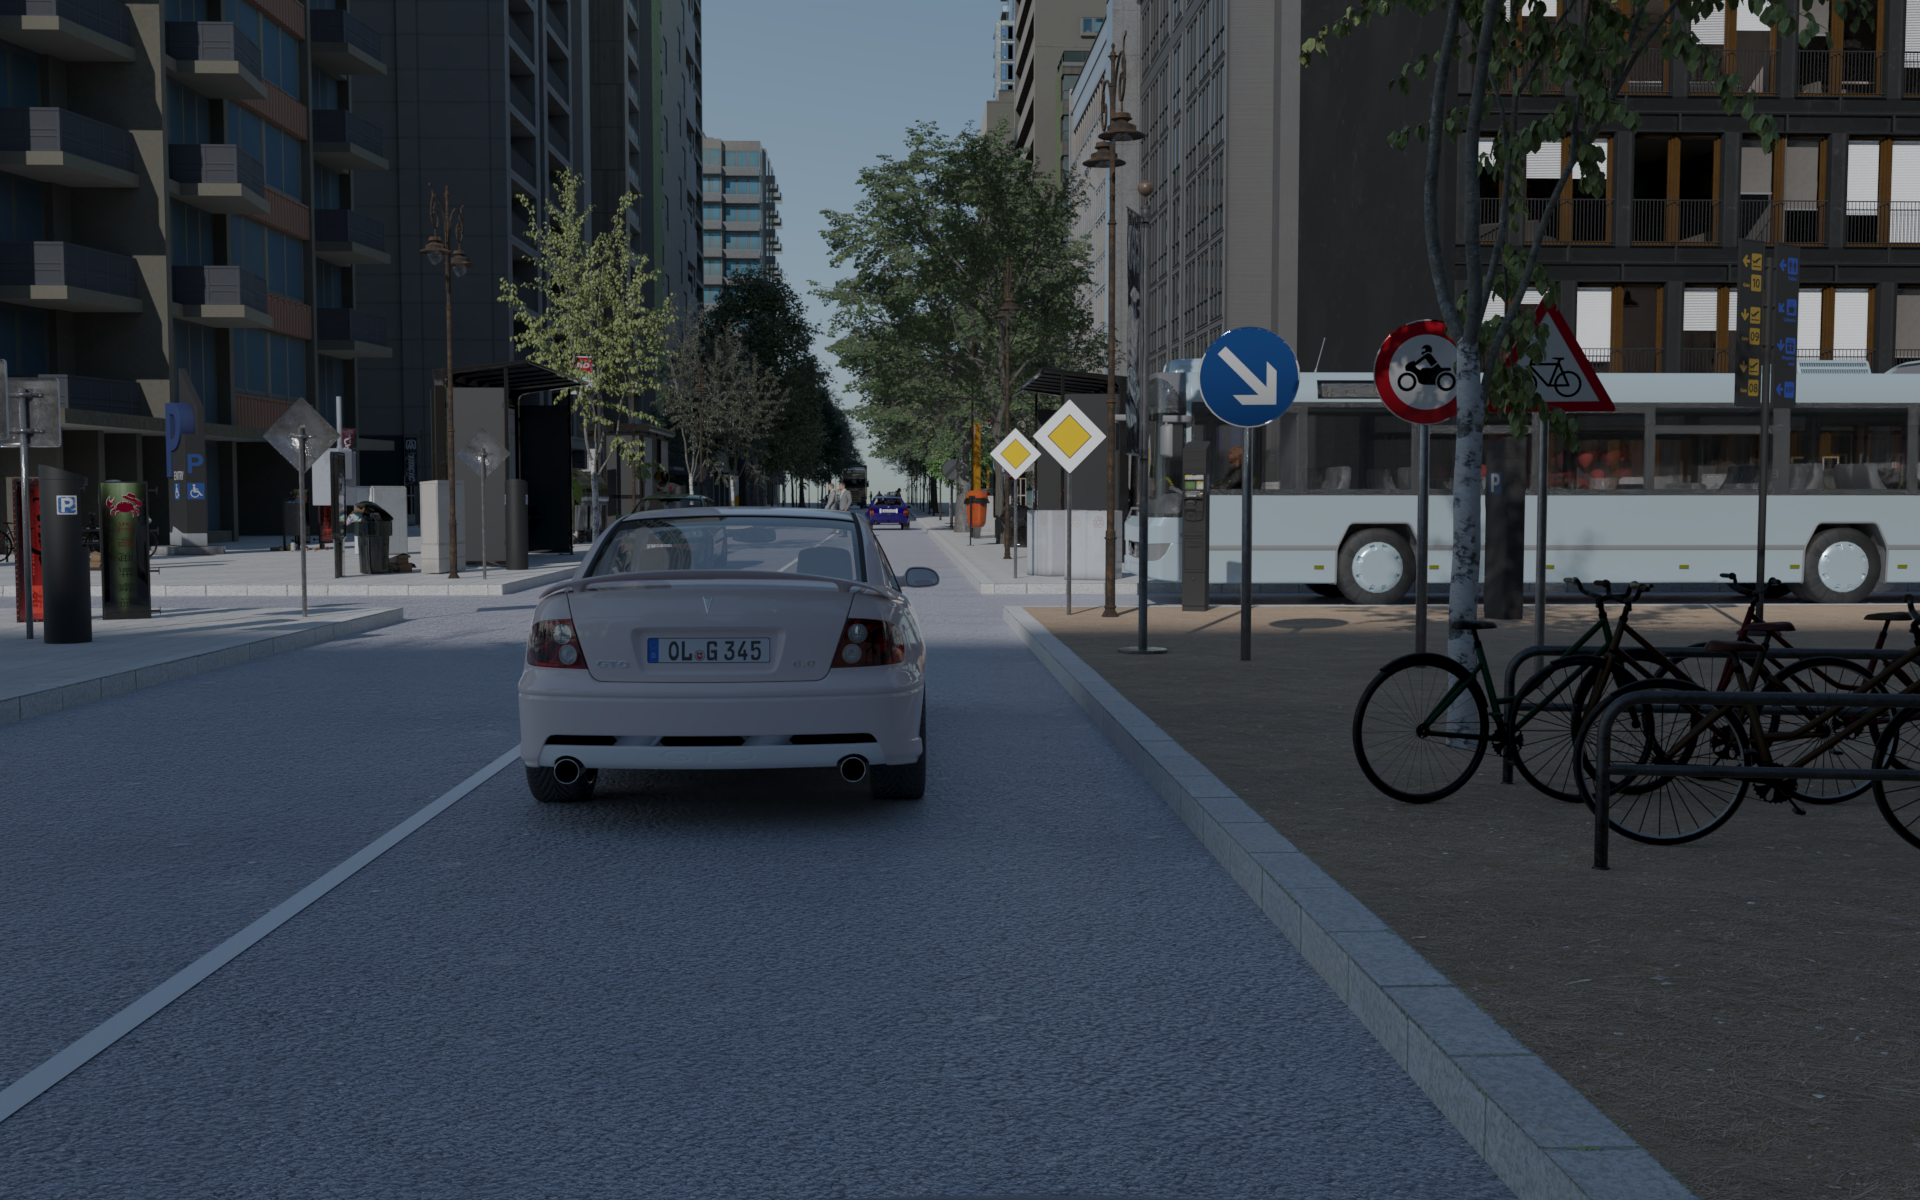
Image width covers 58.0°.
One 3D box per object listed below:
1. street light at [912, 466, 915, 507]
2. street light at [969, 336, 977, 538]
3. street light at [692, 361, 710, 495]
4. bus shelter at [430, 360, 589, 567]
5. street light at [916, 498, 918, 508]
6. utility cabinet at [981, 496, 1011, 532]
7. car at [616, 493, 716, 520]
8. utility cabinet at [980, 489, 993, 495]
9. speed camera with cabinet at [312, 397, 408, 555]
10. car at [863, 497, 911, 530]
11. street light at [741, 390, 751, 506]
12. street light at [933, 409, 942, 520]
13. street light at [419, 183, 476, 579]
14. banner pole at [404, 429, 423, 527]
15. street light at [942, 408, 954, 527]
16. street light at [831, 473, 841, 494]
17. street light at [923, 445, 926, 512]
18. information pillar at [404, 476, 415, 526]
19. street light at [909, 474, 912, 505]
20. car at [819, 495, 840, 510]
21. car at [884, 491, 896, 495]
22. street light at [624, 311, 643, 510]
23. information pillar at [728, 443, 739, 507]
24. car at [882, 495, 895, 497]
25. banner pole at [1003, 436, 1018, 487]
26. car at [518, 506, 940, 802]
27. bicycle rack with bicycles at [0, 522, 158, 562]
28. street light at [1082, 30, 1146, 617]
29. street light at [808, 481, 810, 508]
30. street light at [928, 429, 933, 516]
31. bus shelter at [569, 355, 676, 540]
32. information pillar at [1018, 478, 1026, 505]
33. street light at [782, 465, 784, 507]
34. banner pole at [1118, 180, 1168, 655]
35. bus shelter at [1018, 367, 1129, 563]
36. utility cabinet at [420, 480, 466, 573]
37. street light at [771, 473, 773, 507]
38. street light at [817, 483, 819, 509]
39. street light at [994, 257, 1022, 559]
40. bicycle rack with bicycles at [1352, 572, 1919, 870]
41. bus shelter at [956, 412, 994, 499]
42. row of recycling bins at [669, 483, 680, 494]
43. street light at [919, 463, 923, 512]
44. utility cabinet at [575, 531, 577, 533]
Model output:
[{"bbox_3d":[-3.976,-11.453,160.044,0.468,5.910,1.993,0,4,-2],"label":"street light"},{"bbox_3d":[0.364,-4.771,50.798,0.468,5.910,1.993,0,4,-2],"label":"street light"},{"bbox_3d":[-9.008,-5.349,60.244,0.468,5.910,1.993,0,4,-2],"label":"street light"},{"bbox_3d":[-8.534,-2.574,33.371,1.731,3.624,6.357,0,4,-2],"label":"bus shelter"},{"bbox_3d":[-3.290,-10.435,143.392,0.468,5.910,1.993,0,4,-2],"label":"street light"},{"bbox_3d":[1.217,-2.894,58.484,1.020,1.237,0.306,0,4,3],"label":"utility cabinet"},{"bbox_3d":[-5.469,-1.423,33.057,2.009,1.686,4.222,0,4,-1],"label":"car"},{"bbox_3d":[0.740,-3.751,70.000,1.173,1.500,0.318,2,4,26],"label":"utility cabinet"},{"bbox_3d":[-12.445,-2.545,35.939,0.660,3.252,2.038,2,4,28],"label":"speed camera with cabinet"},{"bbox_3d":[-2.939,-3.502,69.843,1.945,1.354,3.894,0,4,-4],"label":"car"},{"bbox_3d":[-9.578,-6.387,77.218,0.468,5.910,1.993,0,4,-2],"label":"street light"},{"bbox_3d":[-0.956,-6.827,84.411,0.468,5.910,1.993,0,4,-2],"label":"street light"},{"bbox_3d":[-7.695,-3.264,26.147,0.468,5.910,1.993,0,4,-2],"label":"street light"},{"bbox_3d":[-20.980,-4.696,66.789,0.863,3.779,0.401,-1,4,-17],"label":"banner pole"},{"bbox_3d":[-0.333,-5.795,67.544,0.468,5.910,1.993,0,4,-2],"label":"street light"},{"bbox_3d":[-14.524,-14.053,202.547,0.468,5.910,1.993,0,4,-2],"label":"street light"},{"bbox_3d":[-1.934,-8.357,109.420,0.468,5.910,1.993,0,4,-2],"label":"street light"},{"bbox_3d":[-22.195,-3.998,69.860,0.304,2.012,0.304,0,4,7],"label":"information pillar"},{"bbox_3d":[-4.725,-12.514,177.399,0.468,5.910,1.993,0,4,-2],"label":"street light"},{"bbox_3d":[-8.939,-6.772,122.729,2.014,1.417,4.499,0,4,-1],"label":"car"},{"bbox_3d":[-9.611,-14.517,246.022,2.281,1.827,5.304,0,4,-3],"label":"car"},{"bbox_3d":[-8.237,-4.334,43.651,0.468,5.910,1.993,0,4,-2],"label":"street light"},{"bbox_3d":[-10.231,-5.312,78.199,0.504,3.616,0.183,-3,5,-39],"label":"information pillar"},{"bbox_3d":[-5.640,-7.701,138.499,1.945,1.354,3.894,0,4,-3],"label":"car"},{"bbox_3d":[2.090,-5.058,72.714,0.863,3.779,0.401,2,4,25],"label":"banner pole"},{"bbox_3d":[-1.136,0.177,9.474,2.083,1.381,4.827,0,4,-2],"label":"car"},{"bbox_3d":[-17.095,-1.231,33.509,2.925,0.926,2.852,-1,4,-13],"label":"bicycle rack with bicycles"},{"bbox_3d":[1.569,-2.761,17.925,0.468,5.910,1.993,0,4,-2],"label":"street light"},{"bbox_3d":[-11.873,-9.991,136.140,0.468,5.910,1.993,0,4,-2],"label":"street light"},{"bbox_3d":[-1.540,-7.842,101.012,0.468,5.910,1.993,0,4,-2],"label":"street light"},{"bbox_3d":[-10.321,-4.601,52.864,2.179,5.291,8.768,0,4,-2],"label":"bus shelter"},{"bbox_3d":[2.858,-4.625,80.107,0.304,2.012,0.304,-2,4,-25],"label":"information pillar"},{"bbox_3d":[-10.507,-7.943,102.653,0.468,5.910,1.993,0,4,-2],"label":"street light"},{"bbox_3d":[1.406,-1.449,13.704,0.401,3.779,0.863,1,4,19],"label":"banner pole"},{"bbox_3d":[2.261,-2.688,35.230,1.731,3.624,6.357,0,4,-2],"label":"bus shelter"},{"bbox_3d":[-8.425,-1.194,28.201,0.318,1.500,1.173,0,4,5],"label":"utility cabinet"},{"bbox_3d":[-10.189,-7.403,93.819,0.468,5.910,1.993,0,4,-2],"label":"street light"},{"bbox_3d":[-12.531,-11.006,152.737,0.468,5.910,1.993,0,4,-2],"label":"street light"},{"bbox_3d":[0.936,-3.746,34.029,0.468,5.910,1.993,0,4,-2],"label":"street light"},{"bbox_3d":[3.041,0.402,6.813,2.925,0.926,2.852,1,4,9],"label":"bicycle rack with bicycles"},{"bbox_3d":[0.718,-6.413,82.479,2.179,5.291,8.768,0,4,-2],"label":"bus shelter"},{"bbox_3d":[-10.730,-3.328,61.528,1.069,1.692,3.534,0,4,7],"label":"row of recycling bins"},{"bbox_3d":[-2.673,-9.419,126.793,0.468,5.910,1.993,0,4,-2],"label":"street light"},{"bbox_3d":[-12.563,-2.837,57.540,1.020,1.237,0.306,2,4,32],"label":"utility cabinet"}]
